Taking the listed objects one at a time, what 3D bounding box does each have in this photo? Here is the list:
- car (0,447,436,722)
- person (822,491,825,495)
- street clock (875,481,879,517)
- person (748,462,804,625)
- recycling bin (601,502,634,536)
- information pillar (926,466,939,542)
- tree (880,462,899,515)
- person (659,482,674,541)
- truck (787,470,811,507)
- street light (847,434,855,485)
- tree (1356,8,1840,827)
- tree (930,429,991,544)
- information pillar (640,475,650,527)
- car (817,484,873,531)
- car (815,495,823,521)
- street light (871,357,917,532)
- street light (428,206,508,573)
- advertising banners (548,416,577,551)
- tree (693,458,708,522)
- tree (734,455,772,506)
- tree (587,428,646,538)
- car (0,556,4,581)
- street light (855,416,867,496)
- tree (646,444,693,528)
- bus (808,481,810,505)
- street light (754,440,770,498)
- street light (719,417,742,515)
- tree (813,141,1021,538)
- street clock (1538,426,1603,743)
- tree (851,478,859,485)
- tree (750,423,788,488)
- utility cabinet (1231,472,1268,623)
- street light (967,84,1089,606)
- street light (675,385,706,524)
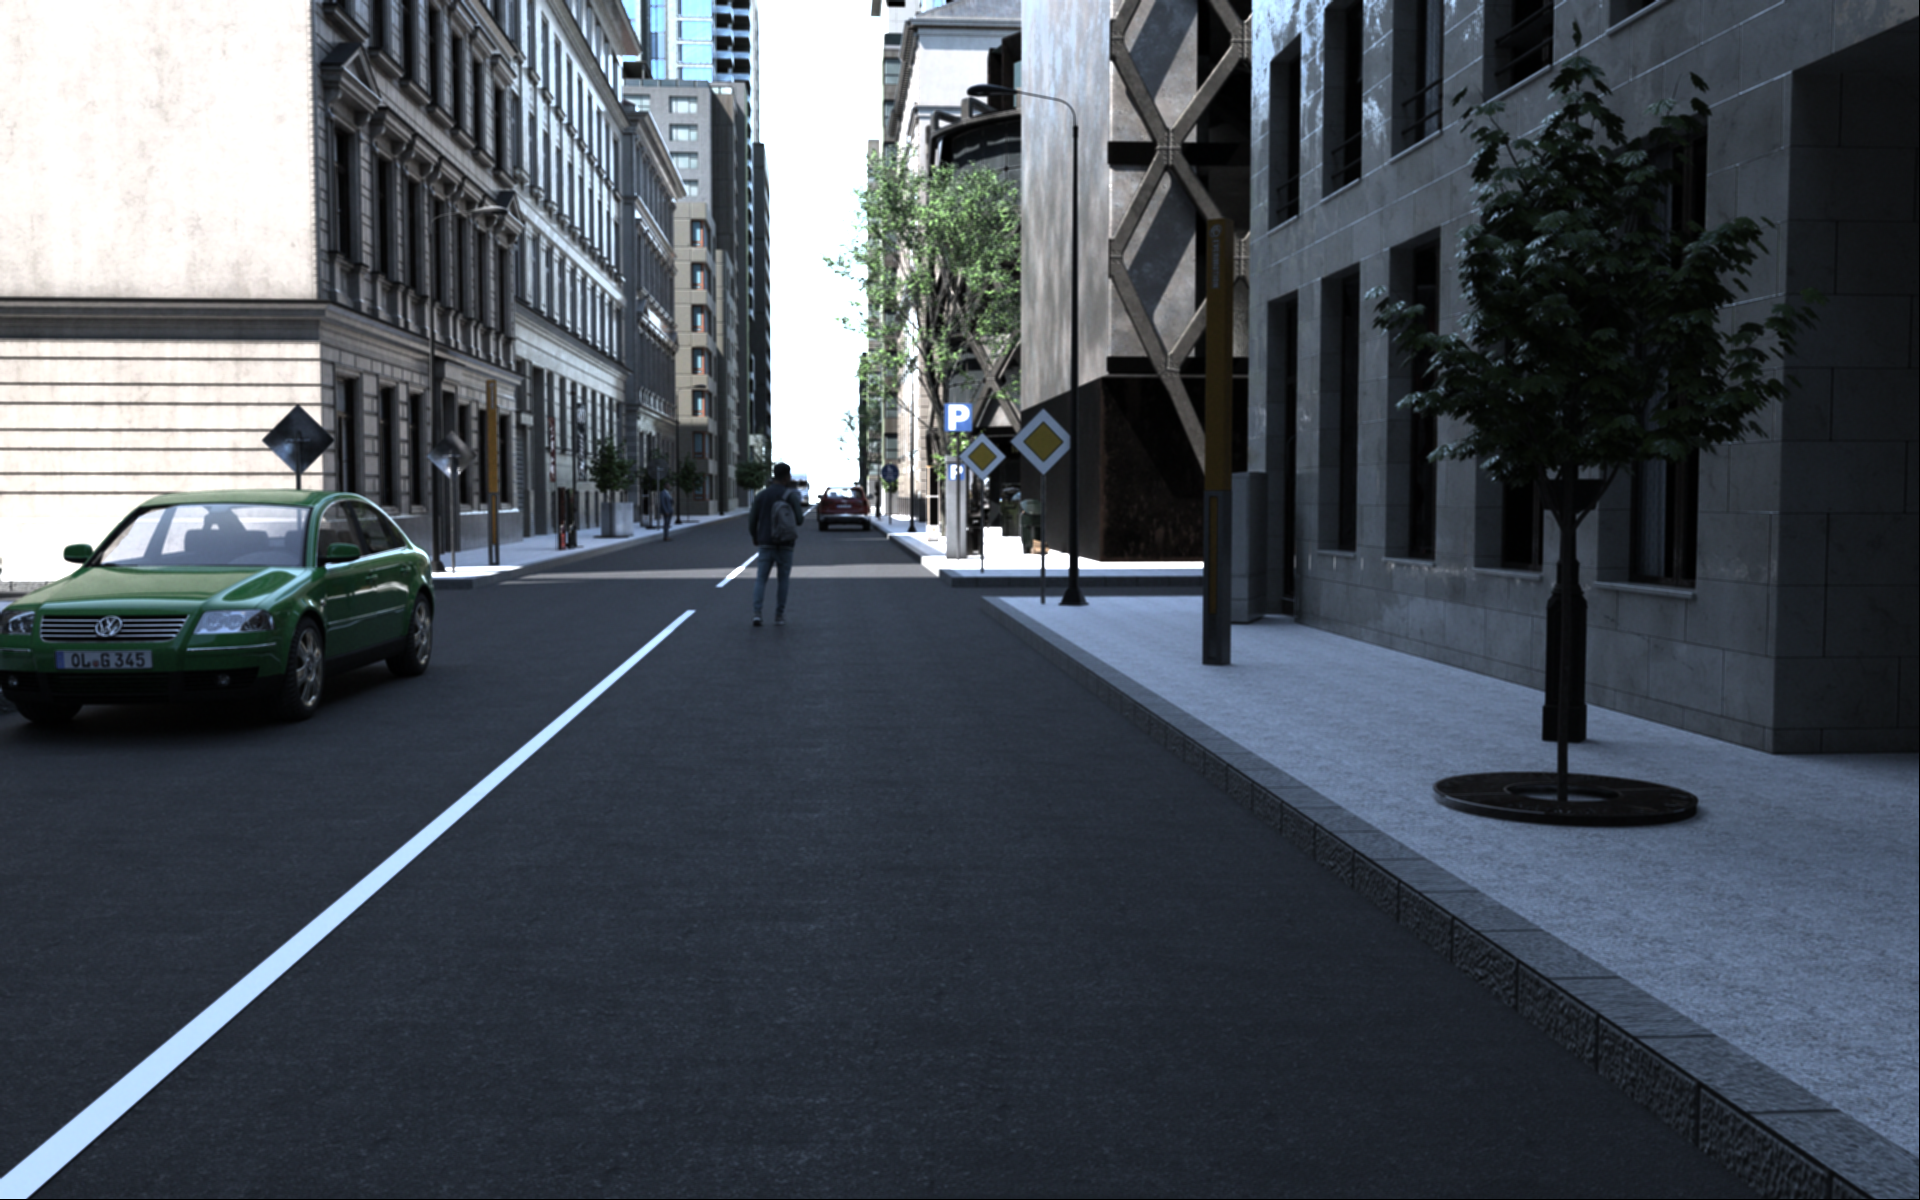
[{"bbox_3d":[-5.068,-0.215,12.316,1.959,1.807,4.718,0,4,-3],"label":"car"},{"bbox_3d":[-16.176,-12.145,207.037,1.348,1.831,0.705,0,4,-1],"label":"person"},{"bbox_3d":[-4.538,-5.542,95.176,0.358,2.002,0.471,0,4,2],"label":"street clock"},{"bbox_3d":[-2.019,-0.623,19.028,0.623,1.781,0.721,0,4,-3],"label":"person"},{"bbox_3d":[-10.411,-2.449,52.601,0.722,1.027,0.722,3,5,42],"label":"recycling bin"},{"bbox_3d":[-0.719,-2.538,45.996,0.304,2.012,0.304,-1,4,-12],"label":"information pillar"},{"bbox_3d":[-4.221,-6.745,104.884,1.663,3.219,1.824,0,3,0],"label":"tree"},{"bbox_3d":[-9.058,-2.737,53.439,0.419,1.800,0.721,0,4,5],"label":"person"},{"bbox_3d":[-18.641,-12.791,198.884,2.967,4.110,18.799,0,4,-5],"label":"truck"},{"bbox_3d":[-7.822,-9.903,134.458,1.470,5.913,1.316,0,4,-4],"label":"street light"},{"bbox_3d":[2.369,-0.760,7.034,1.663,3.219,1.824,0,3,0],"label":"tree"},{"bbox_3d":[-0.026,-3.034,44.209,1.663,3.219,1.824,0,3,0],"label":"tree"},{"bbox_3d":[-12.391,-3.886,68.035,0.304,2.012,0.304,-2,4,-27],"label":"information pillar"},{"bbox_3d":[-4.602,-3.707,69.286,2.281,1.827,5.304,0,4,-3],"label":"car"},{"bbox_3d":[-6.797,-5.090,93.014,2.009,1.686,4.222,0,4,-3],"label":"car"},{"bbox_3d":[-2.145,-5.219,57.868,1.470,5.913,1.316,0,4,-4],"label":"street light"},{"bbox_3d":[-7.998,-3.397,28.085,1.470,5.913,1.316,0,4,-4],"label":"street light"},{"bbox_3d":[-9.132,-2.663,39.722,0.090,3.025,2.074,0,4,3],"label":"advertising banners"},{"bbox_3d":[-12.254,-5.150,78.802,1.663,3.219,1.824,0,3,0],"label":"tree"},{"bbox_3d":[-17.444,-9.894,145.481,4.285,4.588,4.351,0,3,0],"label":"tree"},{"bbox_3d":[-10.238,-3.439,50.834,1.663,3.219,1.824,0,3,0],"label":"tree"},{"bbox_3d":[-15.792,-0.732,23.760,4.920,1.459,2.131,0,4,-4],"label":"car"},{"bbox_3d":[-5.338,-7.950,102.516,1.470,5.913,1.316,0,4,-4],"label":"street light"},{"bbox_3d":[-11.430,-4.377,66.164,1.663,3.219,1.824,0,3,0],"label":"tree"},{"bbox_3d":[-20.371,-13.739,219.484,2.948,3.499,13.247,0,4,-4],"label":"bus"},{"bbox_3d":[-17.194,-10.823,149.493,1.470,5.913,1.316,0,4,-4],"label":"street light"},{"bbox_3d":[-13.826,-8.057,104.265,1.470,5.913,1.316,0,4,-4],"label":"street light"},{"bbox_3d":[-0.505,-7.689,51.476,9.928,11.665,9.643,0,3,0],"label":"tree"},{"bbox_3d":[3.153,-0.270,8.978,0.358,2.002,0.471,2,4,30],"label":"street clock"},{"bbox_3d":[-12.416,-12.894,205.412,1.663,3.219,1.824,0,3,0],"label":"tree"},{"bbox_3d":[-19.781,-13.946,178.383,4.360,8.622,3.978,0,3,0],"label":"tree"},{"bbox_3d":[2.871,-0.544,17.571,0.318,1.500,1.173,1,4,19],"label":"utility cabinet"},{"bbox_3d":[0.777,-2.893,19.848,1.470,5.913,1.316,0,4,-4],"label":"street light"},{"bbox_3d":[-11.480,-6.191,73.759,1.470,5.913,1.316,0,4,-4],"label":"street light"}]
